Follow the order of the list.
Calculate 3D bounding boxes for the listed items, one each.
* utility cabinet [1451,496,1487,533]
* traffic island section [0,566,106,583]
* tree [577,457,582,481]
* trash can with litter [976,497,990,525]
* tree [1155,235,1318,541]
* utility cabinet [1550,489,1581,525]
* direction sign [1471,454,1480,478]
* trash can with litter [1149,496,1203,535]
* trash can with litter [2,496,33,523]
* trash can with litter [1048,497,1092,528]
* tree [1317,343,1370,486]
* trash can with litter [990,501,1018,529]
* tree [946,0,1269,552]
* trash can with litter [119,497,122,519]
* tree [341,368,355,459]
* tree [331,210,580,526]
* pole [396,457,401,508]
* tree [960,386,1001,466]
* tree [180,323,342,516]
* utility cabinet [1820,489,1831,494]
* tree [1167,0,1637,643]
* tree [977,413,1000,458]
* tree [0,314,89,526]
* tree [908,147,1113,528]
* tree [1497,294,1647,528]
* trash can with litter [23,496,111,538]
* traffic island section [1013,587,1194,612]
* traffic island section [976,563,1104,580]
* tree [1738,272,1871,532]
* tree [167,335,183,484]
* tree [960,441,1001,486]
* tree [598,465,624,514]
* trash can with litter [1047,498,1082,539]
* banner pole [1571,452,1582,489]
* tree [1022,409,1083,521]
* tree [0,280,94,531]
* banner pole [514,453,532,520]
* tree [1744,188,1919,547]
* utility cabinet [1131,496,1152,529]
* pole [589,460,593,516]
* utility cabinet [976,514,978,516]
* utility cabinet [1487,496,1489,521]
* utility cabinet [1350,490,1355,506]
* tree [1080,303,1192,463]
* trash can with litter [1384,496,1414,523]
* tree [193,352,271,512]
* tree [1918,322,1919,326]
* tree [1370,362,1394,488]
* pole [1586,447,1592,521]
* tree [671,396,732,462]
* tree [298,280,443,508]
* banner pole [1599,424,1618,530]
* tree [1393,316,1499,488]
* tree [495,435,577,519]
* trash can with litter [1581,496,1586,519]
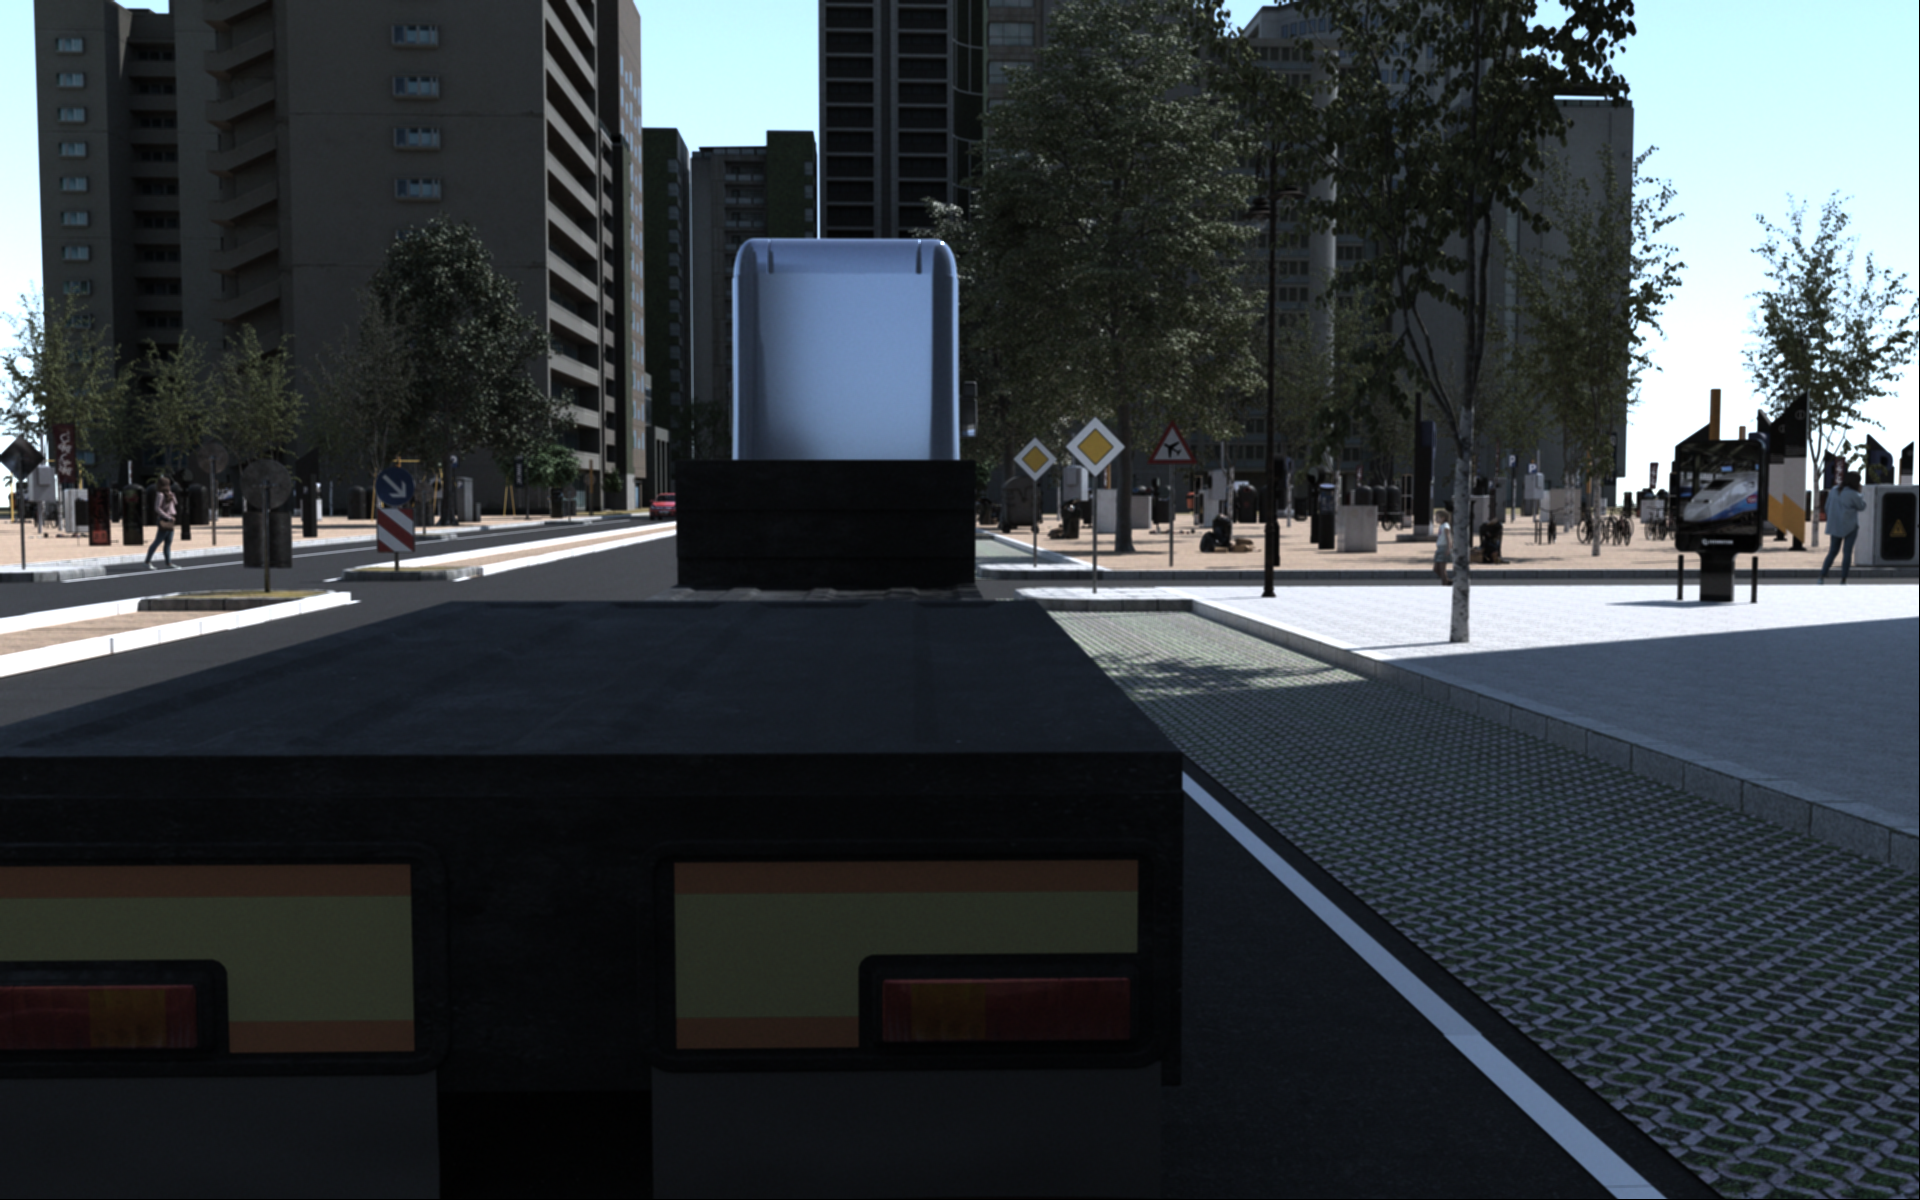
[{"bbox_3d":[16.794,-2.821,57.282,1.020,1.237,0.306,1,4,20],"label":"utility cabinet"},{"bbox_3d":[-15.933,-0.437,29.433,2.009,0.180,2.903,0,4,-3],"label":"traffic island section"},{"bbox_3d":[-22.779,-6.909,96.674,4.285,4.588,4.351,0,3,0],"label":"tree"},{"bbox_3d":[1.119,-3.684,71.613,0.624,1.170,1.055,2,4,34],"label":"trash can with litter"},{"bbox_3d":[7.458,-5.964,47.874,4.360,8.622,3.978,0,3,0],"label":"tree"},{"bbox_3d":[24.541,-3.764,70.214,1.173,1.500,0.318,1,4,15],"label":"utility cabinet"},{"bbox_3d":[28.985,-6.446,97.396,0.876,3.537,0.379,-3,5,-45],"label":"direction sign"},{"bbox_3d":[6.987,-2.741,55.872,2.233,1.210,1.678,-1,4,-23],"label":"trash can with litter"},{"bbox_3d":[-41.748,-4.013,76.663,1.678,1.210,2.233,-1,4,-14],"label":"trash can with litter"},{"bbox_3d":[4.390,-3.313,65.224,2.233,1.210,1.678,2,4,35],"label":"trash can with litter"},{"bbox_3d":[12.959,-7.156,67.357,4.360,8.622,3.978,0,3,0],"label":"tree"},{"bbox_3d":[1.713,-3.155,62.967,0.624,1.170,1.055,-2,4,-27],"label":"trash can with litter"},{"bbox_3d":[3.252,-7.341,38.153,7.486,12.596,7.792,0,3,0],"label":"tree"},{"bbox_3d":[-42.770,-4.655,87.162,1.678,1.210,2.233,0,4,4],"label":"trash can with litter"},{"bbox_3d":[-36.853,-9.232,101.312,4.737,8.622,4.395,0,3,0],"label":"tree"},{"bbox_3d":[-20.862,-9.383,70.415,9.611,12.733,9.660,0,3,0],"label":"tree"},{"bbox_3d":[-27.076,-5.486,83.543,0.158,3.312,0.155,0,3,0],"label":"pole"},{"bbox_3d":[1.019,-9.154,100.036,4.737,8.622,4.395,0,3,0],"label":"tree"},{"bbox_3d":[-29.852,-7.578,74.259,4.737,8.622,4.395,0,3,0],"label":"tree"},{"bbox_3d":[42.146,-4.596,83.817,1.173,1.500,0.318,-1,4,-23],"label":"utility cabinet"},{"bbox_3d":[4.170,-3.950,14.939,4.737,8.622,4.395,0,3,0],"label":"tree"},{"bbox_3d":[-0.845,-10.675,108.953,8.767,10.594,7.601,-2,4,-31],"label":"tree"},{"bbox_3d":[-37.544,-7.334,70.277,4.360,8.622,3.978,0,3,0],"label":"tree"},{"bbox_3d":[1.789,-9.659,64.584,9.857,13.997,8.962,0,3,0],"label":"tree"},{"bbox_3d":[23.132,-6.990,64.647,4.360,8.622,3.978,0,3,0],"label":"tree"},{"bbox_3d":[-26.394,-2.465,51.357,2.233,1.210,1.678,-2,4,-34],"label":"trash can with litter"},{"bbox_3d":[1.758,-0.005,22.369,2.009,0.180,2.903,0,4,-3],"label":"traffic island section"},{"bbox_3d":[1.334,-0.493,30.343,2.009,0.180,2.903,0,4,-3],"label":"traffic island section"},{"bbox_3d":[28.202,-6.608,58.400,4.360,8.622,3.978,0,3,0],"label":"tree"},{"bbox_3d":[-35.326,-7.818,78.188,4.737,8.622,4.395,0,3,0],"label":"tree"},{"bbox_3d":[0.508,-6.613,91.844,4.285,4.588,4.351,0,3,0],"label":"tree"},{"bbox_3d":[-22.726,-7.294,113.852,1.663,3.219,1.824,0,3,0],"label":"tree"},{"bbox_3d":[2.951,-2.327,49.426,1.055,1.170,0.624,3,5,41],"label":"trash can with litter"},{"bbox_3d":[36.552,-6.901,102.849,0.863,3.779,0.401,0,4,-6],"label":"banner pole"},{"bbox_3d":[4.510,-8.115,83.042,4.360,8.622,3.978,0,3,0],"label":"tree"},{"bbox_3d":[-31.195,-6.724,60.295,4.737,8.622,4.395,0,3,0],"label":"tree"},{"bbox_3d":[-21.735,-5.874,86.051,0.863,3.779,0.401,-1,4,-15],"label":"banner pole"},{"bbox_3d":[20.956,-5.596,41.851,4.737,8.622,4.395,0,3,0],"label":"tree"},{"bbox_3d":[6.550,-3.223,63.861,1.020,1.237,0.306,2,4,30],"label":"utility cabinet"},{"bbox_3d":[-21.861,-6.659,102.711,0.158,3.312,0.155,0,3,0],"label":"pole"},{"bbox_3d":[0.705,-5.472,98.152,0.318,1.500,1.173,-1,4,-17],"label":"utility cabinet"},{"bbox_3d":[20.033,-3.418,67.042,0.306,1.237,1.020,-2,4,-25],"label":"utility cabinet"},{"bbox_3d":[23.133,-5.612,100.428,1.173,1.500,0.318,-3,4,-37],"label":"utility cabinet"},{"bbox_3d":[9.134,-10.200,92.533,9.928,11.665,9.643,0,3,0],"label":"tree"},{"bbox_3d":[19.821,-4.085,77.844,2.233,1.210,1.678,1,4,22],"label":"trash can with litter"},{"bbox_3d":[-37.020,-8.488,89.138,4.360,8.622,3.978,0,3,0],"label":"tree"},{"bbox_3d":[21.154,-5.101,33.759,4.360,8.622,3.978,0,3,0],"label":"tree"},{"bbox_3d":[22.425,-8.611,91.148,4.360,8.622,3.978,0,3,0],"label":"tree"},{"bbox_3d":[26.472,-4.836,72.912,0.158,3.312,0.155,0,3,0],"label":"pole"},{"bbox_3d":[-27.053,-15.660,181.793,9.928,11.665,9.643,0,3,0],"label":"tree"},{"bbox_3d":[-20.162,-6.676,59.514,4.360,8.622,3.978,0,3,0],"label":"tree"},{"bbox_3d":[22.978,-4.380,61.637,0.863,3.779,0.401,0,4,-7],"label":"banner pole"},{"bbox_3d":[20.964,-7.389,71.168,4.360,8.622,3.978,0,3,0],"label":"tree"},{"bbox_3d":[-22.259,-6.437,88.967,4.285,4.588,4.351,0,3,0],"label":"tree"},{"bbox_3d":[31.847,-4.704,88.290,0.624,1.170,1.055,0,4,5],"label":"trash can with litter"}]
